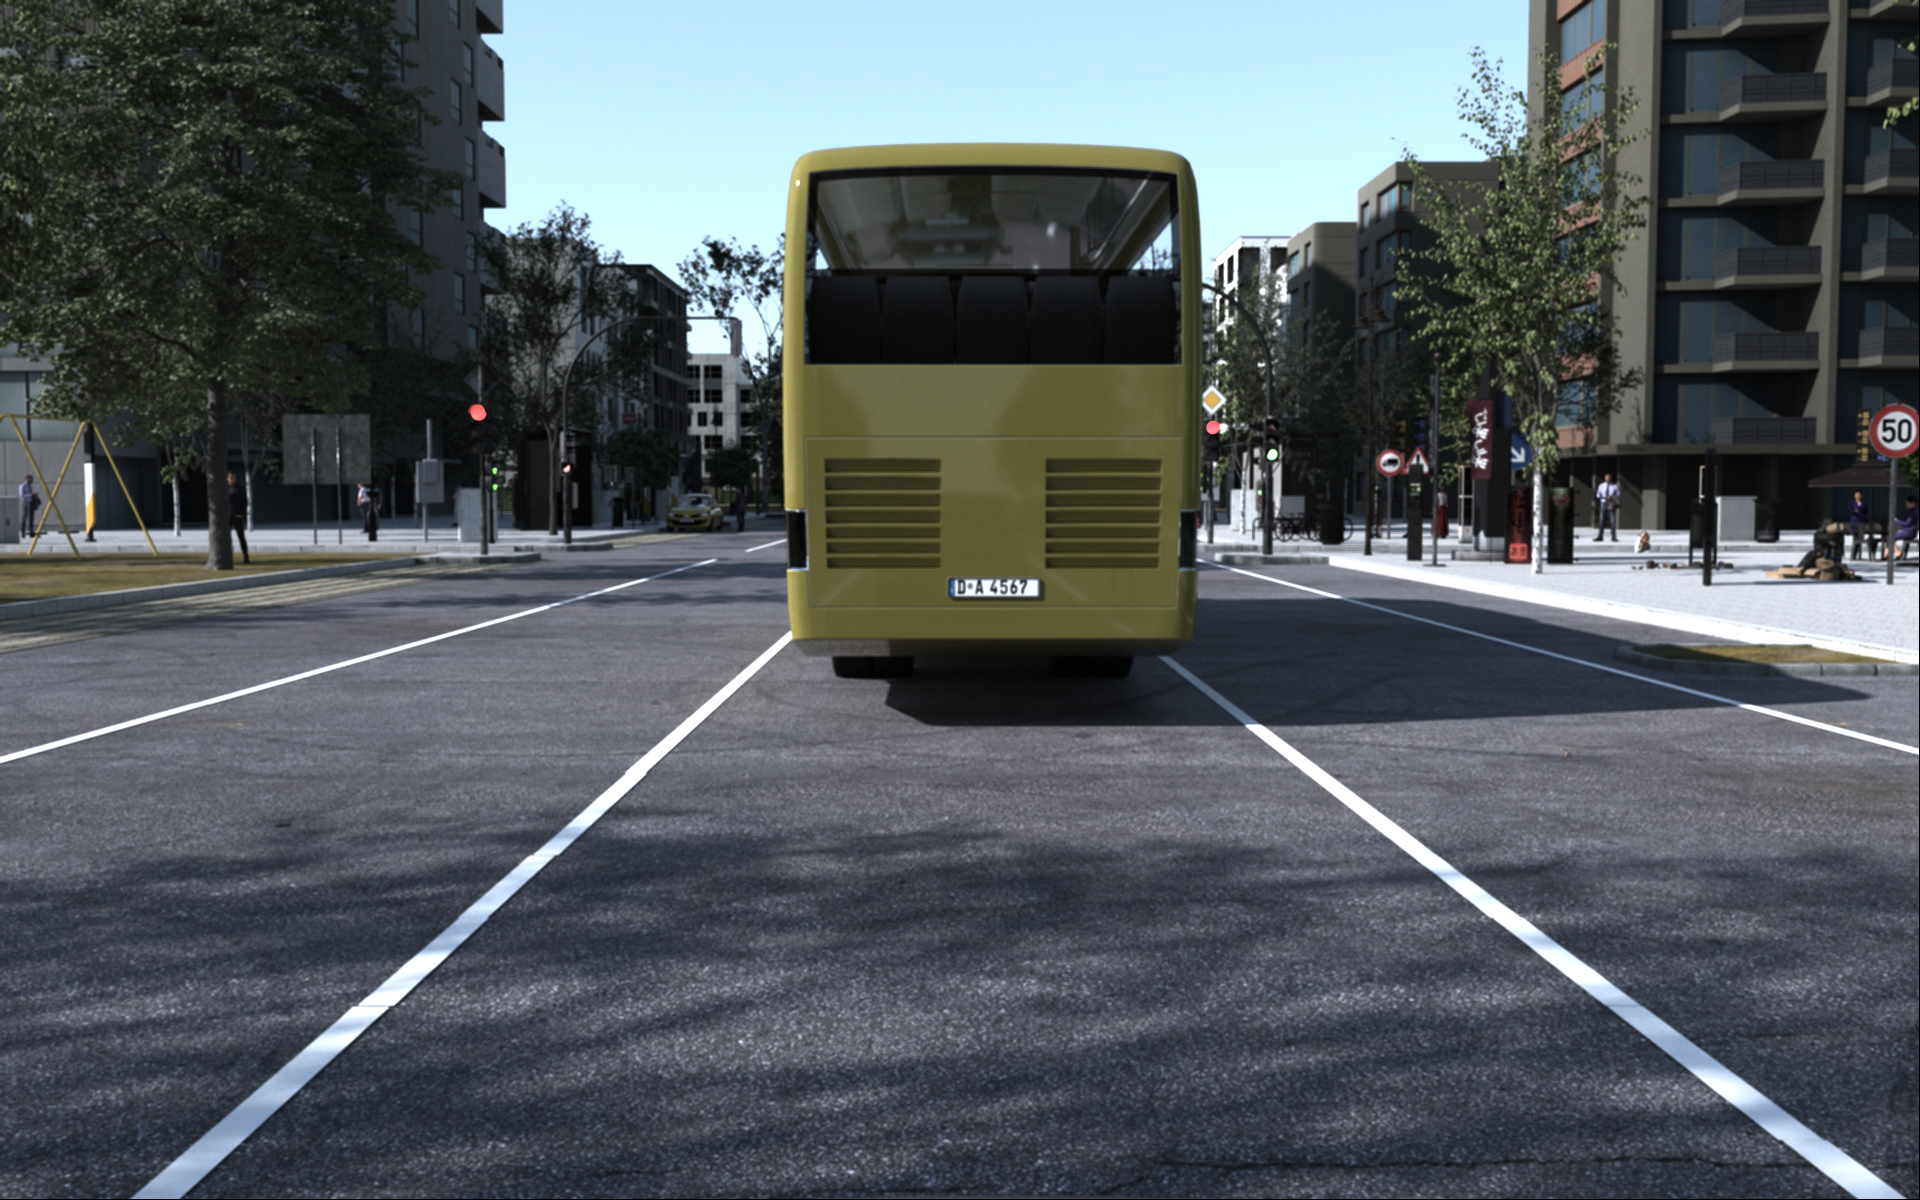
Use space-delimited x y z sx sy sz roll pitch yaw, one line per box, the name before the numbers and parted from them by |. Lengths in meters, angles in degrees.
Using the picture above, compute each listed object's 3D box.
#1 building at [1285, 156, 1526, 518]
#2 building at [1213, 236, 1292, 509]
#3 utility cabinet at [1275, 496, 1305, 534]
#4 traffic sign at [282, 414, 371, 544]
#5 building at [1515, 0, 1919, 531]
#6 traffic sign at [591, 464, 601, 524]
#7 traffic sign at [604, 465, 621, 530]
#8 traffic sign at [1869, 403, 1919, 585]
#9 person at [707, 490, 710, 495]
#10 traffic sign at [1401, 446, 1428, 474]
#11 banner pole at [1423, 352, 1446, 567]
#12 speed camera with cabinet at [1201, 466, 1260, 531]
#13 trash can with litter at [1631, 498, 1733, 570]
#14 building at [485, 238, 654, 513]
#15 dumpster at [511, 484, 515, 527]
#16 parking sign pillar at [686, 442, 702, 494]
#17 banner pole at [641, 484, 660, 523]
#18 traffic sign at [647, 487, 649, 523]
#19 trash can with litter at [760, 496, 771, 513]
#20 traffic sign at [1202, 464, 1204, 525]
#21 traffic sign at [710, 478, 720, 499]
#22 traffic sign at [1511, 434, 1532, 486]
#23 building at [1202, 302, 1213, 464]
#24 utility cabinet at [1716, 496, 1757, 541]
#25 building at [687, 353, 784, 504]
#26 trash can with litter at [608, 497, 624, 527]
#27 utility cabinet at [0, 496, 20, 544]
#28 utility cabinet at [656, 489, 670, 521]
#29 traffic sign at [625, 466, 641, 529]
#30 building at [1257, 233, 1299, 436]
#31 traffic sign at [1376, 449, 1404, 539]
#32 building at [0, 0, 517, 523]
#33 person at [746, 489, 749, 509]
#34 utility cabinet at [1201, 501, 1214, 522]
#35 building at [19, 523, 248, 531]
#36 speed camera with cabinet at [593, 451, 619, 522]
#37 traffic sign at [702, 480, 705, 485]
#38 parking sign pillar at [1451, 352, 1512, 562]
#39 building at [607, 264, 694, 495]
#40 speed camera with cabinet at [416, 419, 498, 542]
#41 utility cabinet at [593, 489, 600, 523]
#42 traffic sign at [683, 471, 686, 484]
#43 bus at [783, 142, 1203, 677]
building | 36.350 -15.887 104.795 27.650 21.520 28.899 0 4 0
building | 36.001 -18.948 153.769 27.936 21.610 32.646 0 4 0
utility cabinet | 10.568 -2.715 55.550 1.020 1.237 0.306 -2 4 -29
traffic sign | -16.126 -3.072 44.101 2.265 3.308 0.079 0 4 2
building | 36.937 -25.349 69.075 28.867 44.769 22.147 0 4 0
traffic sign | -15.771 -4.535 74.251 0.768 2.556 0.104 0 4 7
traffic sign | -12.267 -3.607 61.102 0.606 2.300 0.079 0 4 3
traffic sign | 13.184 -1.490 24.475 0.768 2.556 0.104 0 4 1
person | -26.191 -10.624 180.479 0.721 1.736 1.217 -2 4 -24
traffic sign | 12.403 -2.873 46.971 0.884 2.594 0.081 0 4 5
banner pole | 8.328 -2.474 30.472 0.401 3.779 0.863 2 4 28
speed camera with cabinet | 9.367 -4.022 60.100 2.038 3.252 0.660 0 4 8
trash can with litter | 12.468 -1.157 29.974 2.233 1.210 1.678 -1 4 -17
building | -35.043 -16.448 135.387 16.747 18.905 31.486 0 4 0
dumpster | -16.652 -3.768 67.373 1.264 1.857 1.865 0 4 0
parking sign pillar | -13.555 -6.100 88.214 1.447 3.967 1.447 1 4 9
banner pole | -13.733 -5.302 76.702 0.863 3.779 0.401 -1 4 -12
traffic sign | -13.947 -4.725 77.364 0.768 2.556 0.104 0 4 2
trash can with litter | -13.391 -6.555 118.555 0.624 1.170 1.055 1 4 15
traffic sign | 10.190 -4.412 72.239 0.768 2.556 0.104 1 4 8
traffic sign | -14.742 -6.257 104.435 0.606 2.300 0.079 0 4 3
traffic sign | 11.779 -2.249 36.875 0.768 2.556 0.104 0 4 5
building | 29.399 -19.574 176.452 16.016 20.091 11.380 0 4 0
utility cabinet | 21.167 -2.208 47.265 1.020 1.237 0.306 0 4 -4
building | -20.855 -21.986 225.920 31.486 18.905 16.747 0 4 0
trash can with litter | -13.515 -3.468 68.094 0.624 1.170 1.055 -1 4 -11
utility cabinet | -24.759 -2.042 44.551 0.306 1.237 1.020 2 4 28
utility cabinet | -14.254 -4.546 83.009 0.318 1.500 1.173 1 4 13
traffic sign | -12.079 -3.785 64.011 0.606 2.300 0.079 0 4 3
building | 30.877 -16.802 131.125 16.016 20.091 11.380 0 4 0
traffic sign | 12.143 -2.989 48.972 0.768 2.556 0.104 0 4 5
building | -41.938 -31.115 97.972 28.713 52.752 27.495 0 4 0
person | -18.742 -8.840 151.491 0.541 1.710 0.530 -1 4 -18
utility cabinet | 11.301 -4.182 79.541 0.306 1.237 1.020 3 5 40
building | -41.224 -29.437 70.532 28.713 52.752 27.495 0 4 0
speed camera with cabinet | -16.711 -5.278 80.633 0.660 3.252 2.038 2 4 25
traffic sign | -15.803 -6.393 104.524 0.884 2.594 0.081 0 4 3
parking sign pillar | 10.284 -2.754 33.502 1.447 3.967 1.447 0 4 5
building | -43.737 -19.813 167.911 32.646 21.610 27.936 0 4 0
speed camera with cabinet | -13.485 -3.185 46.415 2.038 3.252 0.660 -1 4 -20
utility cabinet | -16.145 -4.041 74.751 1.173 1.500 0.318 1 4 8
traffic sign | -14.610 -5.693 93.185 0.768 2.556 0.104 0 4 6
bus | 0.152 -1.520 16.404 2.896 3.916 12.252 0 4 0
